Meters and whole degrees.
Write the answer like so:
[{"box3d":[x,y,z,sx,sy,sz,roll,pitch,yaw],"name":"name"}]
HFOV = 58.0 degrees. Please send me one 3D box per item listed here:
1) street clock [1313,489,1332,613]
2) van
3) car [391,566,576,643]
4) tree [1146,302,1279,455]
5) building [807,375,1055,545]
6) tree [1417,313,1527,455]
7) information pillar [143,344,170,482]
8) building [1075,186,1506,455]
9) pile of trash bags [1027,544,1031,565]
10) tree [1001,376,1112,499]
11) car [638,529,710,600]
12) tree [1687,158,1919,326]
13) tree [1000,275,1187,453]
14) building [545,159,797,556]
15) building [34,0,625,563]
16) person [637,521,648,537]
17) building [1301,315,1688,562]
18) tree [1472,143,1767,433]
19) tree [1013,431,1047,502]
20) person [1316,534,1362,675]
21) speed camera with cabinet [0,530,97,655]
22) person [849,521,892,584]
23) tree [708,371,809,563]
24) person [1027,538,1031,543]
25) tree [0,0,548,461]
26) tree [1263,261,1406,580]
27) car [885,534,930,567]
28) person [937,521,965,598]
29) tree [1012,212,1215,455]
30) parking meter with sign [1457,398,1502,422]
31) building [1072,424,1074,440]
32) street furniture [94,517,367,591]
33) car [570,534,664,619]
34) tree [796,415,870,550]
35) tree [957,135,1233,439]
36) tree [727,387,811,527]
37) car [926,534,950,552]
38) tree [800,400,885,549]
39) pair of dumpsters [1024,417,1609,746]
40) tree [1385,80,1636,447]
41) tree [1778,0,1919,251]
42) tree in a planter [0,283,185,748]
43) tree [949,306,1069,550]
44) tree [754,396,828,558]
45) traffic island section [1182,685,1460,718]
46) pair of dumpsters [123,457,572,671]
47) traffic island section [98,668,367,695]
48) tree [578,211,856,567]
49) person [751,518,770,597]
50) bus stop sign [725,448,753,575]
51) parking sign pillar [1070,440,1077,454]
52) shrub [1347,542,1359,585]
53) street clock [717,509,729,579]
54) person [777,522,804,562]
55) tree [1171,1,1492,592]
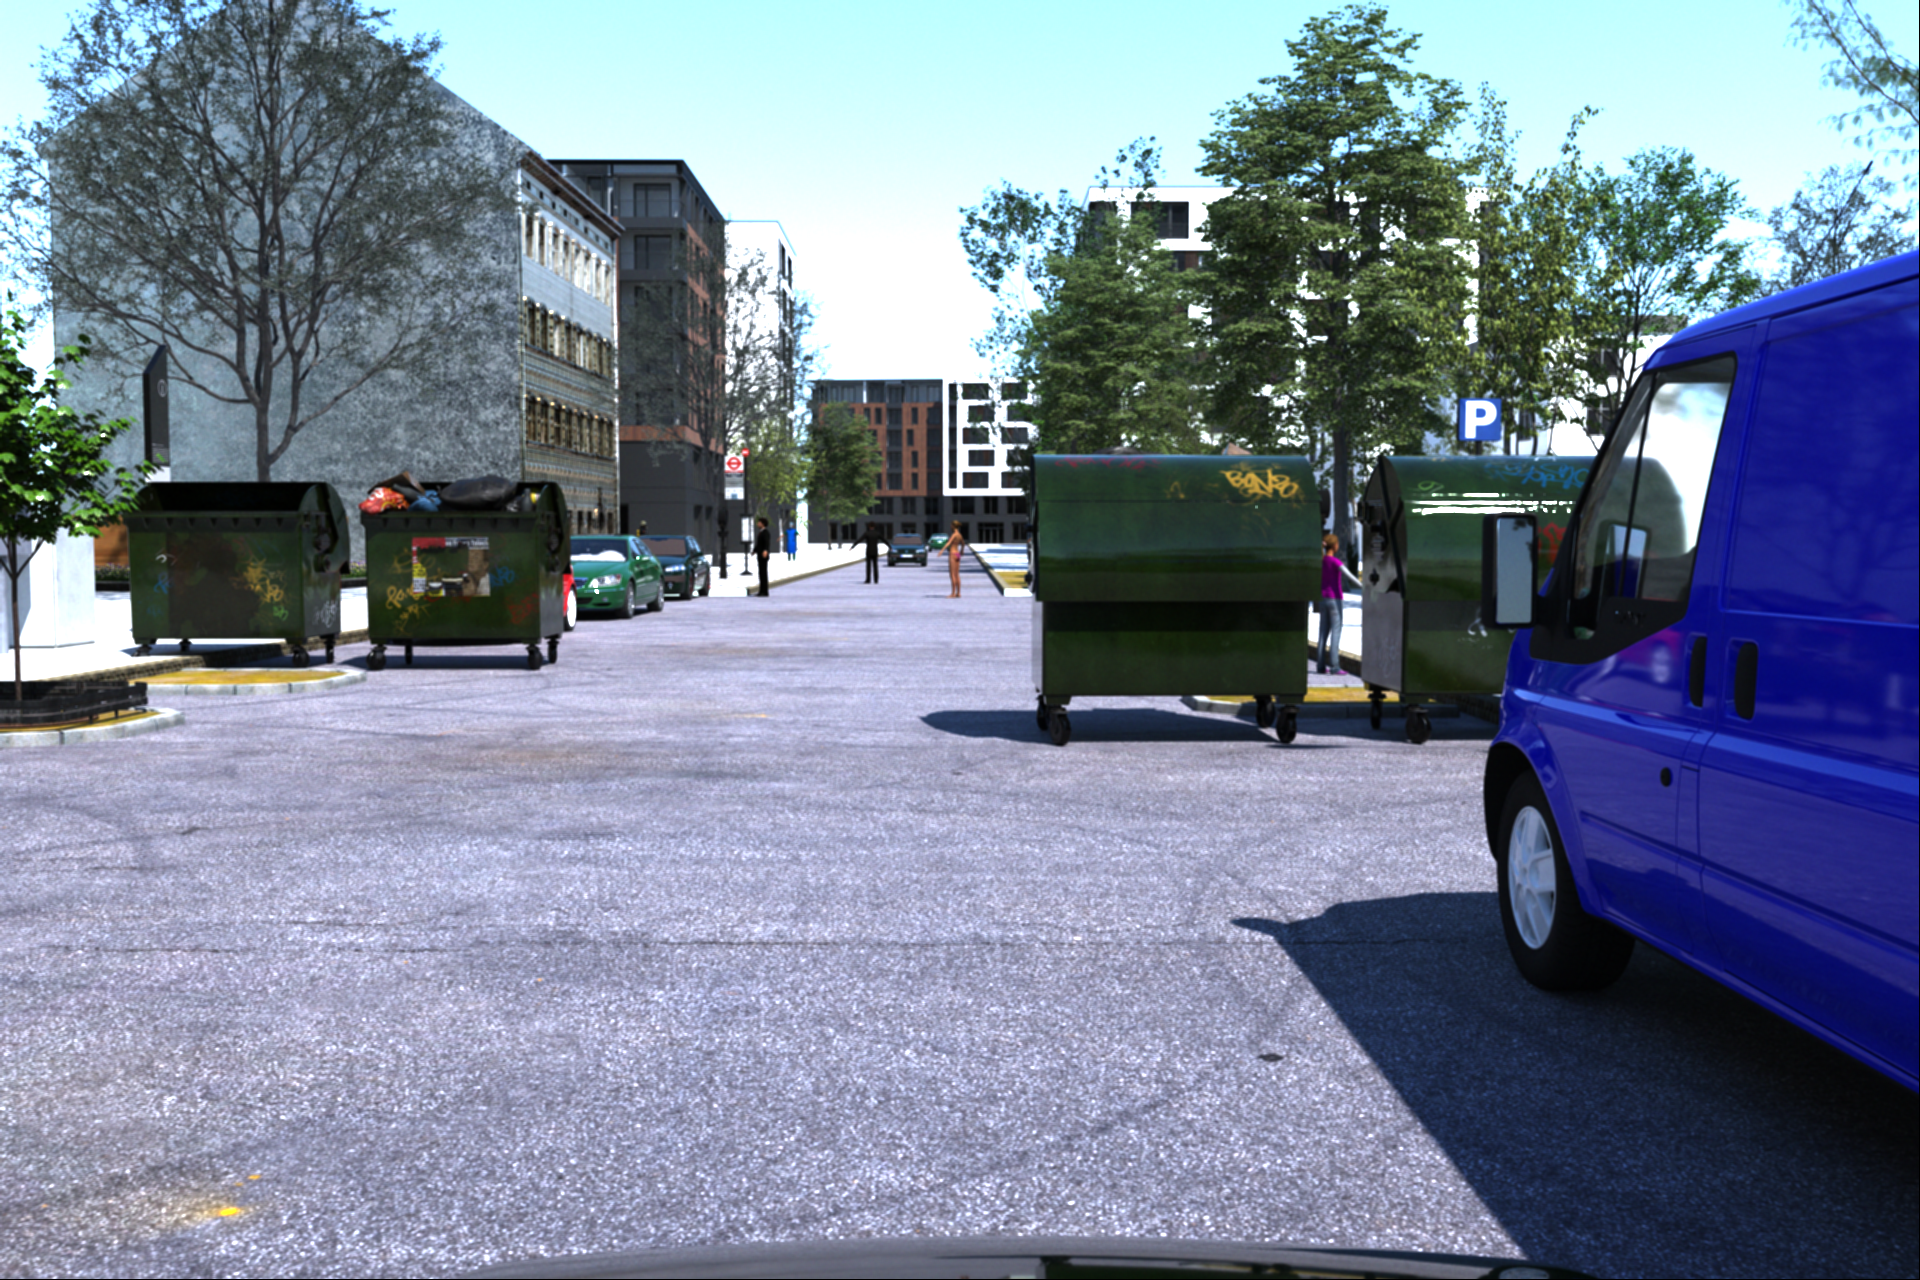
[{"box3d":[5.845,-1.439,28.095,0.358,2.002,0.471,0,4,0],"name":"street clock"},{"box3d":[2.725,0.041,3.713,2.240,2.365,5.245,0,4,-1],"name":"van"},{"box3d":[-6.590,-0.919,24.072,2.155,1.783,4.494,0,4,0],"name":"car"},{"box3d":[7.740,-6.318,53.663,4.360,8.622,3.978,0,3,0],"name":"tree"},{"box3d":[-2.860,-23.856,236.480,32.646,21.610,27.936,0,4,6],"name":"building"},{"box3d":[17.087,-6.486,56.413,4.360,8.622,3.978,0,3,0],"name":"tree"},{"box3d":[-9.806,-1.826,21.202,0.183,3.616,0.504,0,4,1],"name":"information pillar"},{"box3d":[21.546,-16.776,118.269,27.936,21.610,32.646,0,3,0],"name":"building"},{"box3d":[2.983,-2.630,52.752,1.912,1.369,3.447,0,4,-2],"name":"pile of trash bags"},{"box3d":[5.790,-9.833,95.178,7.601,10.594,8.767,-1,4,-10],"name":"tree"},{"box3d":[-6.660,-1.767,38.684,2.009,1.686,4.222,0,3,0],"name":"car"},{"box3d":[28.234,-8.960,56.873,12.009,13.543,11.850,0,3,0],"name":"tree"},{"box3d":[5.447,-8.818,69.935,9.928,11.665,9.643,0,3,0],"name":"tree"},{"box3d":[-25.768,-16.329,110.958,27.936,21.610,32.646,0,4,-1],"name":"building"},{"box3d":[-26.408,-15.052,77.027,19.493,23.208,18.063,0,4,1],"name":"building"},{"box3d":[-14.018,-4.346,76.837,0.705,1.856,1.354,-2,4,-25],"name":"person"},{"box3d":[23.159,-8.455,80.386,9.099,9.664,28.070,0,4,0],"name":"building"},{"box3d":[17.488,-7.382,46.445,9.928,11.665,9.643,0,3,0],"name":"tree"},{"box3d":[5.517,-10.520,122.372,4.737,8.622,4.395,0,3,0],"name":"tree"},{"box3d":[3.829,-0.365,17.698,0.599,1.433,0.991,-2,4,-34],"name":"person"},{"box3d":[-10.386,-1.521,19.204,0.660,3.252,2.038,0,4,0],"name":"speed camera with cabinet"},{"box3d":[-2.564,-2.539,50.195,1.346,1.802,0.704,-1,4,-23],"name":"person"},{"box3d":[-9.406,-7.702,76.292,4.360,8.622,3.978,0,3,0],"name":"tree"},{"box3d":[3.391,-4.003,71.590,1.345,1.843,0.704,-2,4,-30],"name":"person"},{"box3d":[-12.788,-7.428,31.817,12.009,13.543,11.850,0,3,0],"name":"tree"},{"box3d":[10.769,-5.852,46.040,4.360,8.622,3.978,0,3,0],"name":"tree"},{"box3d":[-2.335,-4.135,77.392,2.009,1.686,4.222,0,4,0],"name":"car"},{"box3d":[-0.189,-1.820,39.010,0.721,1.733,1.217,2,4,26],"name":"person"},{"box3d":[5.692,-8.740,61.028,7.486,12.596,7.792,0,3,0],"name":"tree"},{"box3d":[6.672,-1.543,21.492,0.543,3.016,1.738,0,4,0],"name":"parking meter with sign"},{"box3d":[24.130,-20.449,178.313,27.936,21.610,32.646,0,4,0],"name":"building"},{"box3d":[-17.487,-2.067,40.646,11.010,1.723,9.812,0,4,7],"name":"street furniture"},{"box3d":[-6.439,-1.156,30.695,2.131,1.459,4.920,0,4,0],"name":"car"},{"box3d":[-10.469,-12.284,135.258,7.601,10.594,8.767,1,4,19],"name":"tree"},{"box3d":[6.534,-13.843,82.230,12.611,20.169,13.585,0,3,0],"name":"tree"},{"box3d":[-9.596,-8.261,85.430,4.737,8.622,4.395,0,3,0],"name":"tree"},{"box3d":[-1.636,-7.816,139.582,2.131,1.459,4.920,0,4,-1],"name":"car"},{"box3d":[-10.115,-14.004,147.087,7.486,12.596,7.792,0,3,0],"name":"tree"},{"box3d":[2.666,-0.447,12.257,4.436,2.255,1.574,0,4,-1],"name":"pair of dumpsters"},{"box3d":[9.079,-4.755,28.110,4.737,8.622,4.395,0,3,0],"name":"tree"},{"box3d":[8.761,-3.790,12.324,4.360,8.622,3.978,0,3,0],"name":"tree"},{"box3d":[-6.841,-0.934,12.488,1.991,3.239,1.994,0,4,1],"name":"tree in a planter"},{"box3d":[5.260,-17.608,143.774,12.611,20.169,13.585,0,3,0],"name":"tree"},{"box3d":[-9.341,-8.619,91.287,4.737,8.622,4.395,0,3,0],"name":"tree"},{"box3d":[2.900,0.511,14.506,1.991,0.108,1.994,0,4,0],"name":"traffic island section"},{"box3d":[-6.514,-0.833,18.575,4.436,2.255,1.574,0,3,0],"name":"pair of dumpsters"},{"box3d":[-6.769,0.397,16.380,1.991,0.108,1.994,0,3,0],"name":"traffic island section"},{"box3d":[-9.484,-9.564,66.734,12.009,13.543,11.850,0,3,0],"name":"tree"},{"box3d":[-4.554,-1.904,39.769,0.705,1.806,1.347,-1,4,-19],"name":"person"},{"box3d":[-6.886,-3.991,53.952,0.855,3.939,0.416,0,4,1],"name":"bus stop sign"},{"box3d":[3.383,-3.772,50.148,1.447,3.967,1.447,0,4,0],"name":"parking sign pillar"},{"box3d":[9.586,-1.985,43.576,1.383,1.207,1.383,0,3,0],"name":"shrub"},{"box3d":[-6.817,-2.768,49.834,0.358,2.002,0.471,0,4,2],"name":"street clock"},{"box3d":[-7.792,-4.513,79.919,1.347,1.817,0.704,1,4,14],"name":"person"},{"box3d":[8.078,-7.316,37.739,7.486,12.596,7.792,0,3,0],"name":"tree"}]
